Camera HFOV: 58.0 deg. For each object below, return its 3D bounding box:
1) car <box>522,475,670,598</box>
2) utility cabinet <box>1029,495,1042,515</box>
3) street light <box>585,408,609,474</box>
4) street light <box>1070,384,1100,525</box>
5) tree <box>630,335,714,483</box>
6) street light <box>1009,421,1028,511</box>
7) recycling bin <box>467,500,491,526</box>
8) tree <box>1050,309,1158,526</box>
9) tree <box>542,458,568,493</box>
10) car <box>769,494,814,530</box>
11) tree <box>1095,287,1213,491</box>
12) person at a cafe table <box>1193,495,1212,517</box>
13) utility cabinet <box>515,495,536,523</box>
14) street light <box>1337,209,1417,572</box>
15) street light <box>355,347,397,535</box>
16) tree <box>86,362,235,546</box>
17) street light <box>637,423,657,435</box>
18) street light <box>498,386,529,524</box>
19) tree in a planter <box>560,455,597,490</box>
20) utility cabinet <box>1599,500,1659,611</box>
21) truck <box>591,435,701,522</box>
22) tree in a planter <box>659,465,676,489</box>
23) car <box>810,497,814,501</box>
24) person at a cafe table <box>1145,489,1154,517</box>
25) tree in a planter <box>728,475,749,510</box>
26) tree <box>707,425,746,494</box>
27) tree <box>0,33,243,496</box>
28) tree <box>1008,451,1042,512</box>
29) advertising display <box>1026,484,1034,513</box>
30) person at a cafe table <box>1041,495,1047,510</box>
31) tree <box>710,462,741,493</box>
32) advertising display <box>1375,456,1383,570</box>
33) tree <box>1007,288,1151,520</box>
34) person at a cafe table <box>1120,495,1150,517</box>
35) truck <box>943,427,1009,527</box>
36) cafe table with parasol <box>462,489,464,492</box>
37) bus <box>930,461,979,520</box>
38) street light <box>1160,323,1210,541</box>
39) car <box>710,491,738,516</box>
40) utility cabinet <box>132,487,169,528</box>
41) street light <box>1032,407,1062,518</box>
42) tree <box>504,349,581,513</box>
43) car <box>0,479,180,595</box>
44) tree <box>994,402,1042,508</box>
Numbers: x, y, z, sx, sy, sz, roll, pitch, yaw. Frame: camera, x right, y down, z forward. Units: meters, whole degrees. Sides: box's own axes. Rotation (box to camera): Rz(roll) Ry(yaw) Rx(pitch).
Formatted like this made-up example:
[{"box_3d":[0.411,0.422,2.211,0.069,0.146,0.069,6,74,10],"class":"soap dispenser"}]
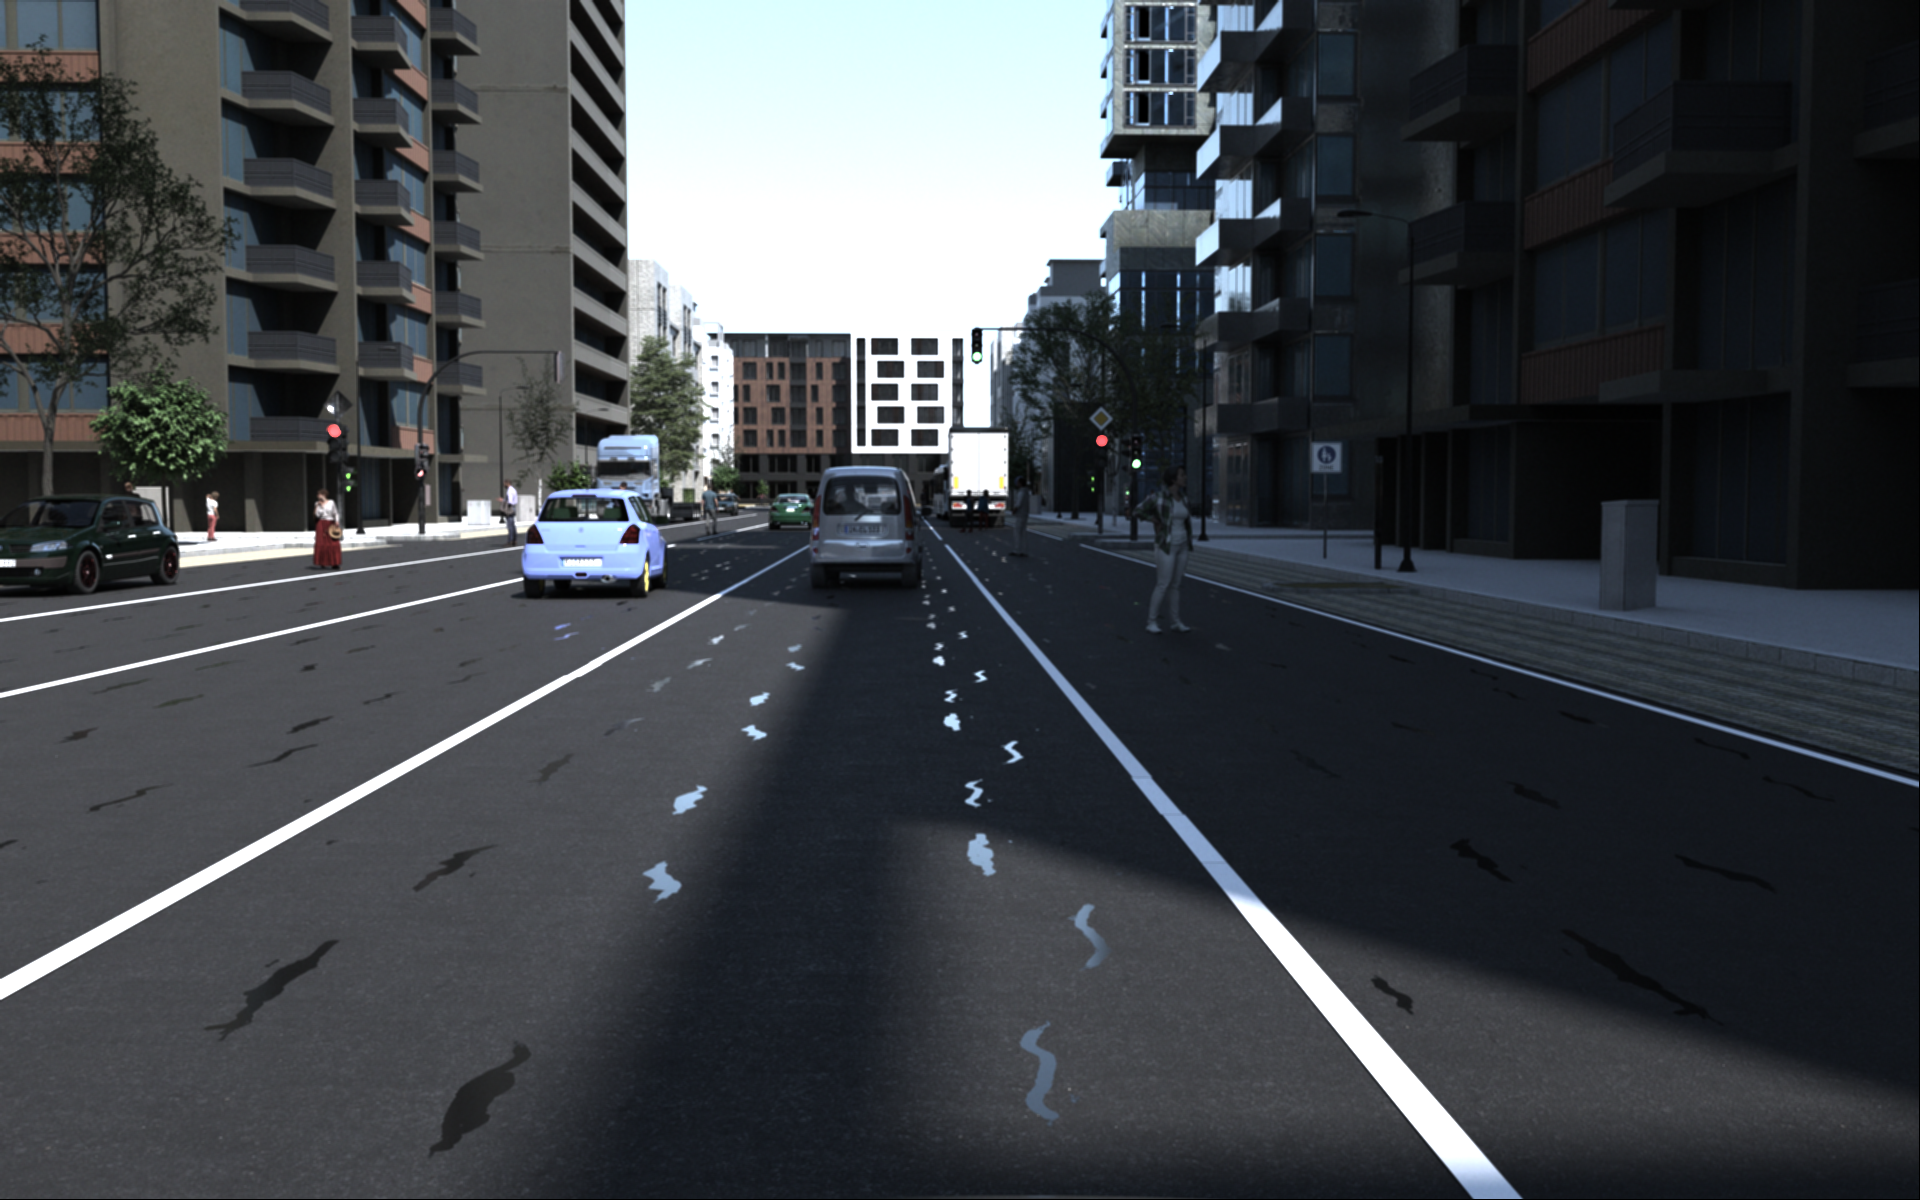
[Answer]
[{"box_3d":[-5.242,-0.955,25.199,1.945,1.707,3.694,0,4,-4],"class":"car"},{"box_3d":[4.732,-5.965,108.682,0.306,1.237,1.020,-2,4,-30],"class":"utility cabinet"},{"box_3d":[-19.729,-7.426,93.955,1.470,5.913,1.316,0,4,-2],"class":"street light"},{"box_3d":[5.301,-6.139,72.906,1.470,5.913,1.316,0,4,-2],"class":"street light"},{"box_3d":[-21.545,-12.594,124.031,7.486,12.596,7.792,0,3,0],"class":"tree"},{"box_3d":[4.108,-8.463,110.917,1.470,5.913,1.316,0,4,-2],"class":"street light"},{"box_3d":[-19.366,-3.498,69.743,0.722,1.027,0.722,1,4,12],"class":"recycling bin"},{"box_3d":[6.023,-7.252,68.931,4.360,8.622,3.978,0,3,0],"class":"tree"},{"box_3d":[-21.301,-5.939,91.698,1.663,3.219,1.824,0,3,0],"class":"tree"},{"box_3d":[-6.747,-3.584,70.401,2.131,1.459,4.920,0,4,-2],"class":"car"},{"box_3d":[6.939,-6.745,60.646,4.737,8.622,4.395,0,3,0],"class":"tree"},{"box_3d":[13.676,-5.187,95.666,1.698,1.238,1.726,0,4,7],"class":"person at a cafe table"},{"box_3d":[-19.643,-4.108,78.333,0.306,1.237,1.020,2,4,29],"class":"utility cabinet"},{"box_3d":[6.843,-3.418,28.421,1.470,5.913,1.316,0,4,-2],"class":"street light"},{"box_3d":[-18.491,-5.033,54.835,1.470,5.913,1.316,0,4,-2],"class":"street light"},{"box_3d":[-19.992,-3.653,43.436,4.285,4.588,4.351,0,3,0],"class":"tree"},{"box_3d":[-20.426,-8.581,112.835,1.470,5.913,1.316,0,4,-2],"class":"street light"},{"box_3d":[-19.199,-6.237,74.521,1.470,5.913,1.316,0,4,-2],"class":"street light"},{"box_3d":[-17.570,-5.031,79.477,1.991,3.239,1.994,0,4,-2],"class":"tree in a planter"},{"box_3d":[7.488,-0.504,19.399,0.306,1.237,1.020,3,5,40],"class":"utility cabinet"},{"box_3d":[-15.088,-5.827,85.037,2.967,4.110,18.799,0,4,-1],"class":"truck"},{"box_3d":[-18.460,-6.678,106.406,1.991,3.239,1.994,0,4,-2],"class":"tree in a planter"},{"box_3d":[-12.596,-7.643,137.321,2.083,1.381,4.827,0,4,-2],"class":"car"},{"box_3d":[9.717,-4.781,86.682,1.698,1.524,1.622,-1,4,-12],"class":"person at a cafe table"},{"box_3d":[-20.120,-9.749,156.623,1.991,3.239,1.994,0,4,-2],"class":"tree in a planter"},{"box_3d":[-24.842,-14.285,183.923,4.360,8.622,3.978,0,3,0],"class":"tree"},{"box_3d":[-19.188,-6.207,35.903,8.767,10.594,7.601,-1,4,-15],"class":"tree"},{"box_3d":[4.299,-8.797,127.542,4.285,4.588,4.351,0,3,0],"class":"tree"},{"box_3d":[4.379,-6.593,113.014,0.974,1.923,0.123,2,4,34],"class":"advertising display"},{"box_3d":[5.400,-6.932,124.206,1.726,1.238,1.698,0,4,-1],"class":"person at a cafe table"},{"box_3d":[-24.080,-11.854,177.530,4.285,4.588,4.351,0,3,0],"class":"tree"},{"box_3d":[7.214,-1.506,29.835,0.123,1.923,0.974,1,4,14],"class":"advertising display"},{"box_3d":[5.958,-9.860,86.969,9.928,11.665,9.643,0,3,0],"class":"tree"},{"box_3d":[10.220,-5.304,97.587,1.726,1.238,1.698,-2,4,-35],"class":"person at a cafe table"},{"box_3d":[0.700,-5.431,77.707,2.839,4.237,11.283,0,4,-1],"class":"truck"},{"box_3d":[-28.323,-5.515,95.042,2.610,1.966,2.610,-3,5,-40],"class":"cafe table with parasol"},{"box_3d":[0.016,-6.349,98.669,2.948,3.499,13.247,0,4,-4],"class":"bus"},{"box_3d":[6.131,-4.572,47.300,1.470,5.913,1.316,0,4,-2],"class":"street light"},{"box_3d":[-15.676,-6.416,114.684,2.009,1.686,4.222,0,4,-2],"class":"car"},{"box_3d":[-25.319,-2.775,54.056,1.173,1.500,0.318,1,4,10],"class":"utility cabinet"},{"box_3d":[4.758,-7.309,92.036,1.470,5.913,1.316,0,4,-2],"class":"street light"},{"box_3d":[-21.412,-8.428,88.154,4.360,8.622,3.978,0,3,0],"class":"tree"},{"box_3d":[-13.249,-0.982,25.849,2.009,1.686,4.222,0,3,0],"class":"car"},{"box_3d":[4.489,-11.359,136.087,4.737,8.622,4.395,0,3,0],"class":"tree"}]
